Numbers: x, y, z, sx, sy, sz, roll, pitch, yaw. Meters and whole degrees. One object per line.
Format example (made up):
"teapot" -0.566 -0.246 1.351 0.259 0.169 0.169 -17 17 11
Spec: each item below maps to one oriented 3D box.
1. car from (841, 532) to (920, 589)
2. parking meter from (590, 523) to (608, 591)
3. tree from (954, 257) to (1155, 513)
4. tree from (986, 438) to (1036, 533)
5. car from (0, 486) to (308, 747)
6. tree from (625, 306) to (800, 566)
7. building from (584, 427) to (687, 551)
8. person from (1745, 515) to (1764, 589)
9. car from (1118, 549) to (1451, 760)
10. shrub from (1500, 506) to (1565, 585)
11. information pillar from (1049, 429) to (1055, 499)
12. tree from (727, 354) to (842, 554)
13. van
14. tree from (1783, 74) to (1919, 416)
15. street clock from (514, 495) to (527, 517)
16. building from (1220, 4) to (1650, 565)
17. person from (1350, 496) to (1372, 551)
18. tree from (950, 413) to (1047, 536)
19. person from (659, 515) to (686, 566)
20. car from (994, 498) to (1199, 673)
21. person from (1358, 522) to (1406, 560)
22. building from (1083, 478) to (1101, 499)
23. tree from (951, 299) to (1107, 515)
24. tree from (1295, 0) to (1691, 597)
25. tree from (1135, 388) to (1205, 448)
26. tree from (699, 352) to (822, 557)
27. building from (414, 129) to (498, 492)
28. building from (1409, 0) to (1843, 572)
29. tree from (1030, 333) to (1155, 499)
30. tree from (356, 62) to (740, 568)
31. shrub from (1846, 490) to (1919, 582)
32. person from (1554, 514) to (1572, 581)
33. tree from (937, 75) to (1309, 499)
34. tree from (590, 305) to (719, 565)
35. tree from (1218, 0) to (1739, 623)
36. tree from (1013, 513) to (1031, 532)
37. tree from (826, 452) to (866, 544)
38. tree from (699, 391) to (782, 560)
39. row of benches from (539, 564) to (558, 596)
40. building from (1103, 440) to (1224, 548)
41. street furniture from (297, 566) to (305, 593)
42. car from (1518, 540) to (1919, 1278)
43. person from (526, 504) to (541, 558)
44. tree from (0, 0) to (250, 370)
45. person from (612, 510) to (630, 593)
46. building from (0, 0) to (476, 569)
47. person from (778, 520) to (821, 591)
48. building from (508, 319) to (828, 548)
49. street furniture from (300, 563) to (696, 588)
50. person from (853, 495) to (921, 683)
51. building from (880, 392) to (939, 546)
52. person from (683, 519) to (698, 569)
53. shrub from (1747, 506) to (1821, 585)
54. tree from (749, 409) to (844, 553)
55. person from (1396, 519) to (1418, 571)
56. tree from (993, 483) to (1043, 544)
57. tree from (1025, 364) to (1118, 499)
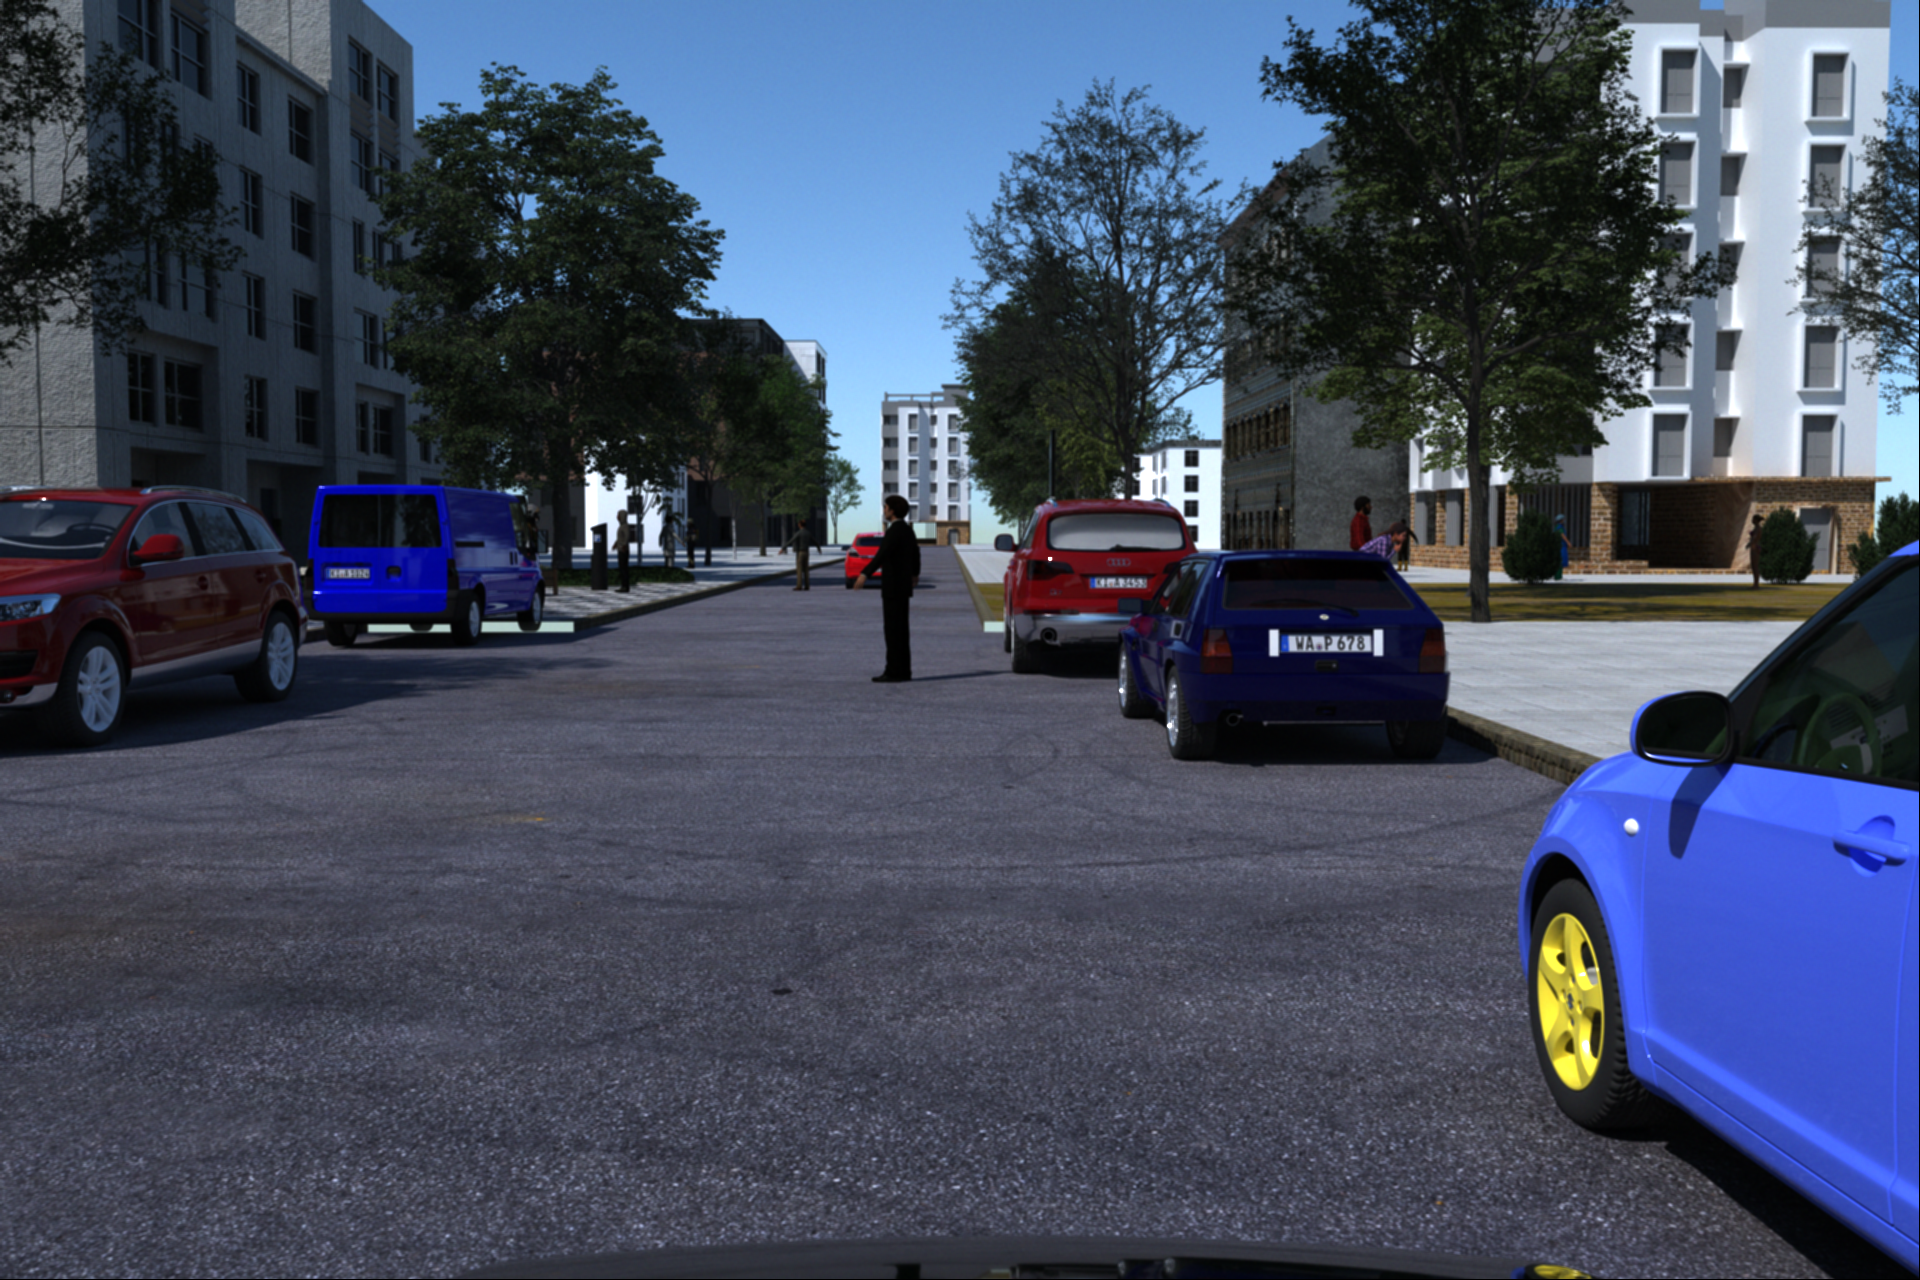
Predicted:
"car" -2.149 -2.310 46.802 2.155 1.783 4.494 0 4 -1
"parking meter" -8.210 -1.895 39.401 0.372 1.533 0.369 0 3 0
"tree" 4.505 -10.533 78.865 9.857 13.997 8.962 0 3 0
"tree" 4.185 -9.627 107.771 4.360 8.622 3.978 0 3 0
"car" -6.811 -0.285 13.328 2.281 1.827 5.304 0 3 0
"tree" -9.934 -8.301 70.138 7.601 10.594 8.767 -2 4 -30
"building" -27.897 -12.658 149.104 9.099 9.664 28.070 0 4 -1
"person" 18.382 -2.043 40.204 0.721 1.733 1.217 2 4 32
"car" 2.157 0.013 12.368 1.945 1.354 3.894 0 4 -2
"shrub" 14.552 -2.424 44.052 1.690 2.028 1.600 0 3 0
"information pillar" 2.066 -2.903 38.823 0.183 3.616 0.504 0 4 -2
"tree" -11.288 -11.710 109.591 7.486 12.596 7.792 0 3 0
"van" -7.162 -1.191 23.863 2.240 2.365 5.245 0 4 0
"tree" 22.599 -7.691 36.112 12.009 13.543 11.850 0 3 0
"street clock" -8.194 -1.688 32.165 0.358 2.002 0.471 0 4 1
"building" 22.966 -15.265 80.511 19.493 23.208 18.063 0 4 -1
"person" 5.698 -1.121 24.435 0.704 1.816 1.345 1 4 15
"tree" 4.807 -13.410 129.630 12.009 13.543 11.850 0 3 0
"person" -8.168 -2.610 48.853 0.705 1.806 1.347 -3 5 -41
"car" 1.538 -0.652 19.339 2.281 1.827 5.304 0 3 0
"person" 5.197 -0.753 21.584 0.697 1.427 0.421 1 4 17
"building" 17.639 -15.678 198.478 9.099 9.664 28.070 0 4 -1
"tree" 4.281 -11.361 92.401 9.857 13.997 8.962 0 3 0
"tree" 10.701 -7.176 35.462 7.486 12.596 7.792 0 3 0
"tree" 25.056 -22.275 220.083 12.611 20.169 13.585 0 3 0
"tree" -11.462 -10.605 99.150 9.928 11.665 9.643 0 3 0
"building" -30.377 -13.818 82.349 16.016 20.090 11.380 0 4 0
"building" 23.069 -12.908 67.474 16.016 20.090 11.380 0 4 -1
"tree" 4.515 -6.813 61.757 4.737 8.622 4.395 0 3 0
"tree" -10.786 -8.531 46.137 9.857 13.997 8.962 0 3 0
"shrub" 15.955 -1.527 29.382 1.690 2.028 1.600 0 3 0
"person" 16.410 -2.517 47.283 0.704 1.817 1.347 0 4 4
"tree" 4.494 -8.322 46.440 12.009 13.543 11.850 0 3 0
"tree" -10.238 -6.466 56.076 4.737 8.622 4.395 0 3 0
"tree" 7.229 -5.535 24.907 7.601 10.594 8.767 1 4 10
"tree" 7.976 -16.653 222.630 4.737 8.622 4.395 0 3 0
"tree" -16.066 -18.072 221.229 9.928 11.665 9.643 0 3 0
"tree" -11.381 -8.300 86.060 4.360 8.622 3.978 0 3 0
"row of benches" -9.998 -1.326 37.144 4.104 0.672 1.422 3 5 42
"building" 19.201 -13.825 168.180 9.099 9.664 28.070 0 3 0
"street furniture" -17.251 -1.225 35.658 10.072 0.657 5.734 -1 4 -9
"car" 2.333 0.396 3.123 1.945 1.707 3.694 0 4 -2
"person" -8.314 -1.709 33.714 0.705 1.858 1.354 0 4 -1
"tree" -13.537 -5.386 22.470 8.767 10.594 7.601 -1 4 -12
"person" -7.395 -1.943 37.900 0.705 1.813 1.348 -1 4 -21
"building" -28.140 -11.519 54.787 16.747 18.905 31.486 0 4 0
"person" -4.015 -2.156 43.986 1.348 1.796 0.705 -3 5 -43
"building" -29.112 -20.599 180.770 27.936 21.610 32.646 0 4 0
"street furniture" -11.626 -1.704 43.485 10.072 0.657 5.734 -1 4 -13
"person" -0.645 -0.501 16.842 0.705 1.806 1.347 1 4 22
"building" -9.874 -22.283 223.203 11.380 20.090 16.016 1 4 8
"person" -10.006 -3.572 64.185 0.705 1.856 1.354 -2 4 -25
"shrub" 20.881 -2.416 43.917 1.690 2.028 1.600 0 3 0
"tree" -11.750 -11.348 119.947 8.767 10.594 7.601 3 4 39
"person" 15.269 -3.279 59.756 1.346 1.812 0.704 -1 4 -18
"tree" 7.858 -18.209 215.837 7.486 12.596 7.792 0 3 0
"tree" 5.367 -7.343 70.421 4.360 8.622 3.978 0 3 0
